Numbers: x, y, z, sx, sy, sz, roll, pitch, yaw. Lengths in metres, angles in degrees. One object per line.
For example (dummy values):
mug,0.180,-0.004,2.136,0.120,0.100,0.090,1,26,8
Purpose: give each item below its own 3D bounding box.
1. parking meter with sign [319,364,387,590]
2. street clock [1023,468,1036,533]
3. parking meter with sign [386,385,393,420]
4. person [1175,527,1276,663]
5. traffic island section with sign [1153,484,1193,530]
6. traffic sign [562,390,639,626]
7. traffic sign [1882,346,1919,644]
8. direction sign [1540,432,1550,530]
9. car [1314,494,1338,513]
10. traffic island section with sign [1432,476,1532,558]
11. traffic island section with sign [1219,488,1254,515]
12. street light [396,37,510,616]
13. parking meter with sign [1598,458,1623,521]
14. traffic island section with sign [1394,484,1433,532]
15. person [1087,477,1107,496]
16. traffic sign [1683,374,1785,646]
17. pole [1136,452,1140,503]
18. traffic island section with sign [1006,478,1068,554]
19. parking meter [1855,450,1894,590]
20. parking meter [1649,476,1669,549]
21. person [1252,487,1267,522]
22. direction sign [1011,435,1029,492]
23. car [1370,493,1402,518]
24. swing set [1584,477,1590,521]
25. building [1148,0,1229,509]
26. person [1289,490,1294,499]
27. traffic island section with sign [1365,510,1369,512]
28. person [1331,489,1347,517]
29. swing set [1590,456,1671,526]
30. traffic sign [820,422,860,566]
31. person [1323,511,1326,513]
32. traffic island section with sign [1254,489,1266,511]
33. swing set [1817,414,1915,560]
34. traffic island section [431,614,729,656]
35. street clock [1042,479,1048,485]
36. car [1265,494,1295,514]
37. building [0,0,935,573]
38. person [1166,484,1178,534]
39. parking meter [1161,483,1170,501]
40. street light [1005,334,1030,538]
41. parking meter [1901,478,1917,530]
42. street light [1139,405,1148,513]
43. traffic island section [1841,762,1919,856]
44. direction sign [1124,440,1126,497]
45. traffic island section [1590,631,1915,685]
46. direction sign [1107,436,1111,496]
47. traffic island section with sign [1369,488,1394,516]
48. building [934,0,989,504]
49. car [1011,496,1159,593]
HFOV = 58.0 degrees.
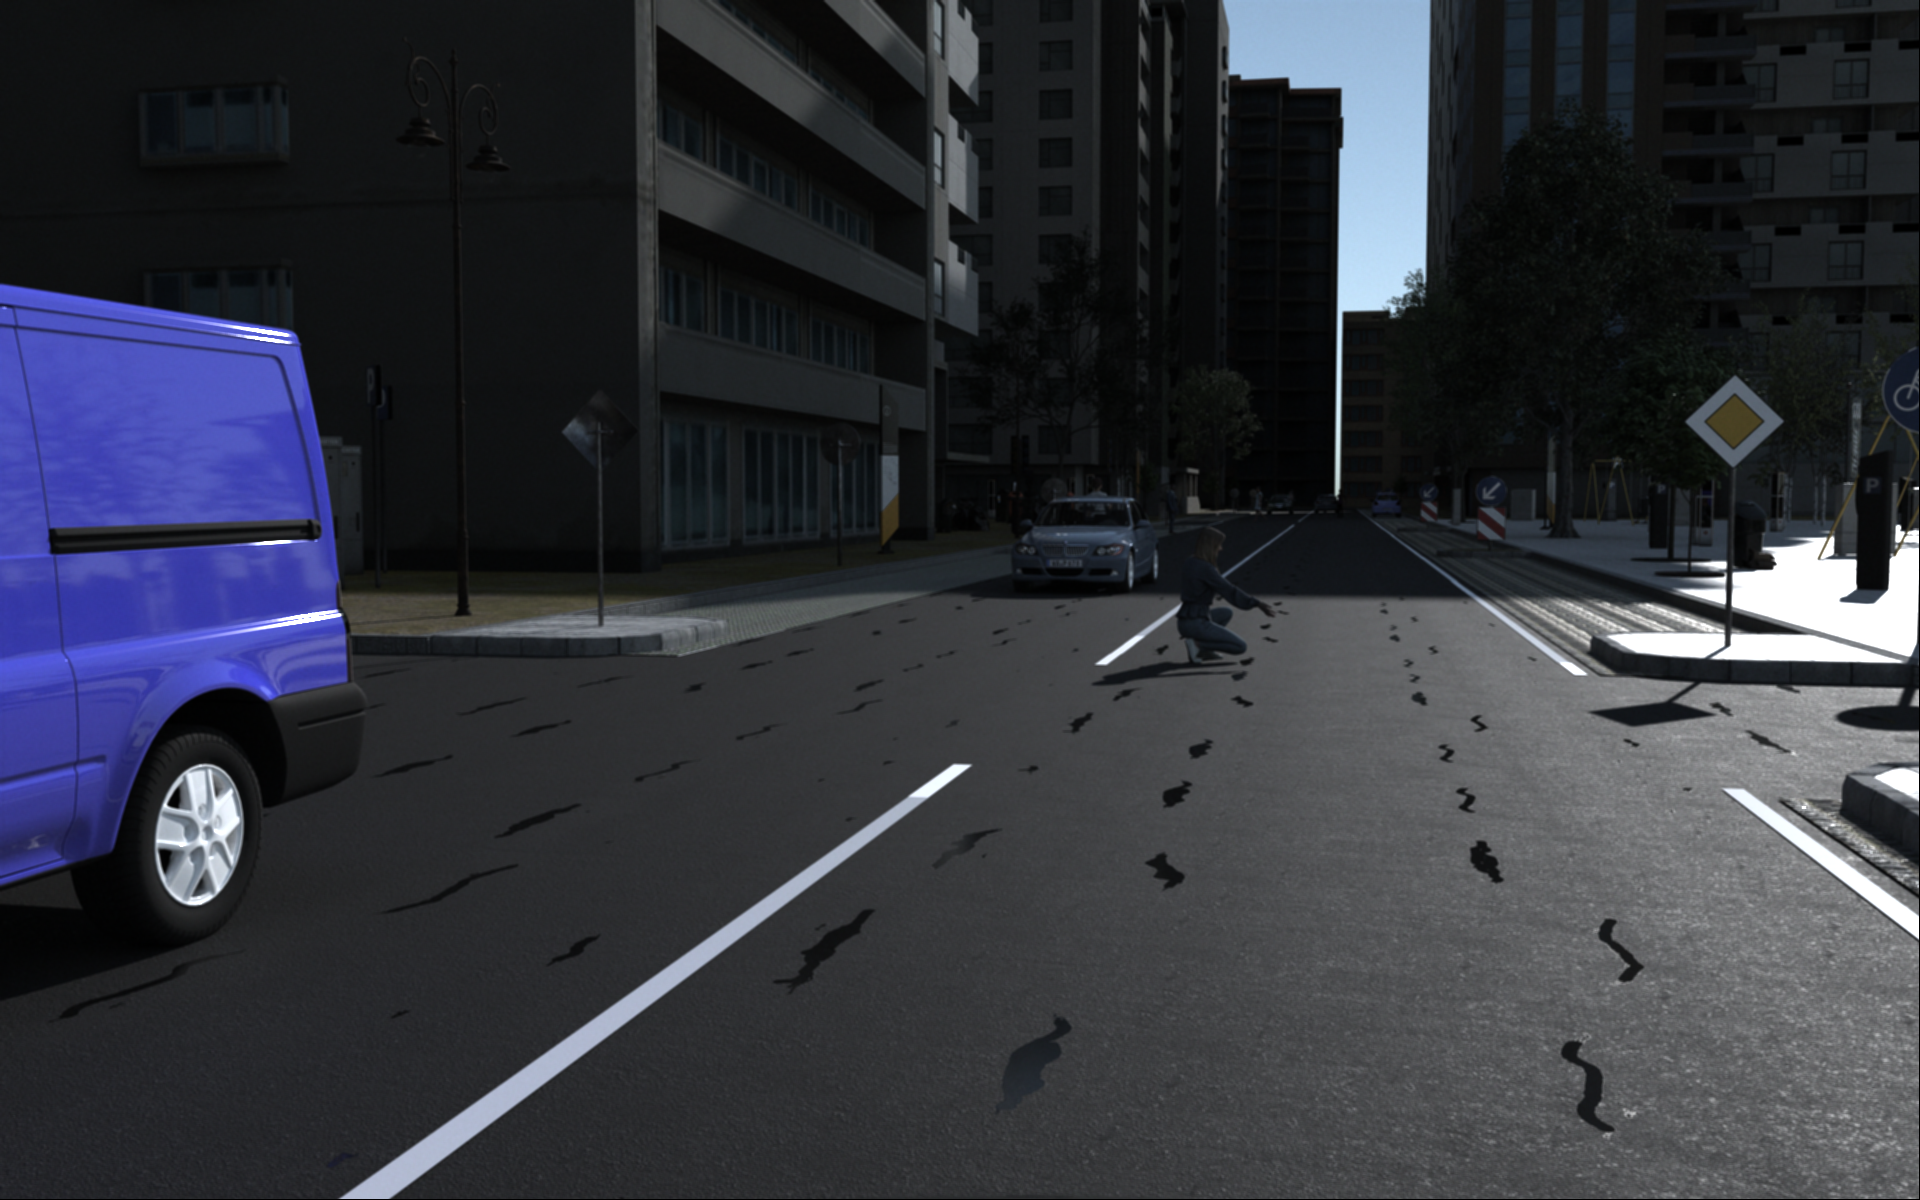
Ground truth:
parking meter with sign,-8.641,-1.641,23.097,1.738,3.016,0.543,-2,4,-31
street clock,1.963,-2.720,49.035,0.358,2.002,0.471,0,4,1
parking meter with sign,-9.891,-1.905,27.413,0.543,3.016,1.738,3,5,42
person,2.195,-0.059,14.970,0.738,1.151,1.012,-1,4,-12
traffic island section with sign,8.388,-3.750,69.934,1.989,1.847,2.006,1,4,12
traffic sign,-3.479,-0.801,16.738,0.795,2.450,0.064,1,4,12
traffic sign,8.264,-0.899,14.804,0.768,2.556,0.104,1,4,15
direction sign,21.144,-4.312,62.491,0.379,3.537,0.876,2,4,24
car,27.698,-7.266,130.800,2.014,1.417,4.499,1,4,13
traffic island section with sign,11.911,-1.884,39.431,1.989,1.847,2.006,1,4,12
traffic island section with sign,18.516,-6.598,116.499,1.989,1.847,2.006,1,4,12
street light,-5.254,-2.774,18.149,0.468,5.910,1.993,1,4,12
parking meter with sign,30.896,-5.269,82.406,0.543,3.016,1.738,0,4,-3
traffic island section with sign,17.649,-3.495,65.771,1.989,1.847,2.006,1,4,12
person,2.726,-1.510,33.751,0.480,1.755,0.524,1,4,16
traffic sign,6.479,-0.668,14.560,0.795,2.450,0.064,1,4,12
pole,8.571,-5.480,83.436,0.158,3.312,0.155,0,3,0
traffic island section with sign,2.247,-2.020,41.654,1.989,1.847,2.006,1,4,12
parking meter,12.277,-1.075,23.281,0.255,1.863,0.399,-3,5,-44
parking meter,16.443,-2.144,40.772,0.399,1.863,0.255,0,4,3
person,15.339,-4.900,88.710,0.778,1.811,0.616,1,4,16
direction sign,2.319,-4.590,67.051,0.876,3.537,0.379,3,5,40
car,26.182,-5.919,106.363,1.945,1.707,3.694,1,4,12
swing set,30.516,-5.036,79.959,3.119,2.851,2.862,0,4,7
building,12.827,-32.569,156.199,21.600,48.544,21.300,1,4,12
person,24.689,-7.330,129.007,0.551,1.740,0.621,3,5,41
traffic island section with sign,33.934,-8.079,140.726,1.989,1.847,2.006,1,4,12
person,23.354,-5.958,106.604,1.217,1.739,0.721,-2,4,-29
swing set,28.348,-4.527,71.637,3.119,2.851,2.862,-1,4,-8
traffic sign,-2.149,-1.880,30.848,0.768,2.556,0.104,1,4,17
person,28.314,-7.513,134.563,0.599,1.433,0.991,3,4,39
traffic island section with sign,24.247,-8.209,142.840,1.989,1.847,2.006,1,4,12
swing set,18.876,-2.198,33.560,3.119,2.851,2.862,-2,4,-34
traffic island section,-3.503,0.335,16.805,2.009,0.180,2.903,1,4,12
street clock,4.072,-4.785,82.798,0.358,2.002,0.471,1,4,20
car,23.003,-6.883,124.335,2.131,1.459,4.920,1,4,12
building,-13.346,-25.406,39.097,21.300,48.544,21.600,1,4,12
person,7.620,-3.278,62.271,0.419,1.800,0.721,1,4,17
parking meter,10.702,-5.176,90.335,0.399,1.863,0.255,3,4,38
street light,1.667,-4.721,49.981,0.468,5.910,1.993,1,4,12
parking meter,35.549,-3.613,64.784,0.399,1.863,0.255,1,4,18
street light,8.732,-6.666,81.782,0.468,5.910,1.993,1,4,12
traffic island section,4.807,0.945,6.829,2.009,0.180,2.903,1,4,12
direction sign,6.984,-4.978,73.387,0.379,3.537,0.876,0,4,2
traffic island section,6.504,0.468,14.632,2.009,0.180,2.903,1,4,12
direction sign,5.851,-4.649,68.003,0.379,3.537,0.876,1,4,14
traffic island section with sign,28.145,-6.449,114.069,1.989,1.847,2.006,1,4,12
building,-14.511,-29.555,72.464,28.713,52.752,27.495,1,4,12
car,2.017,-0.906,26.814,2.014,1.417,4.499,1,4,14
